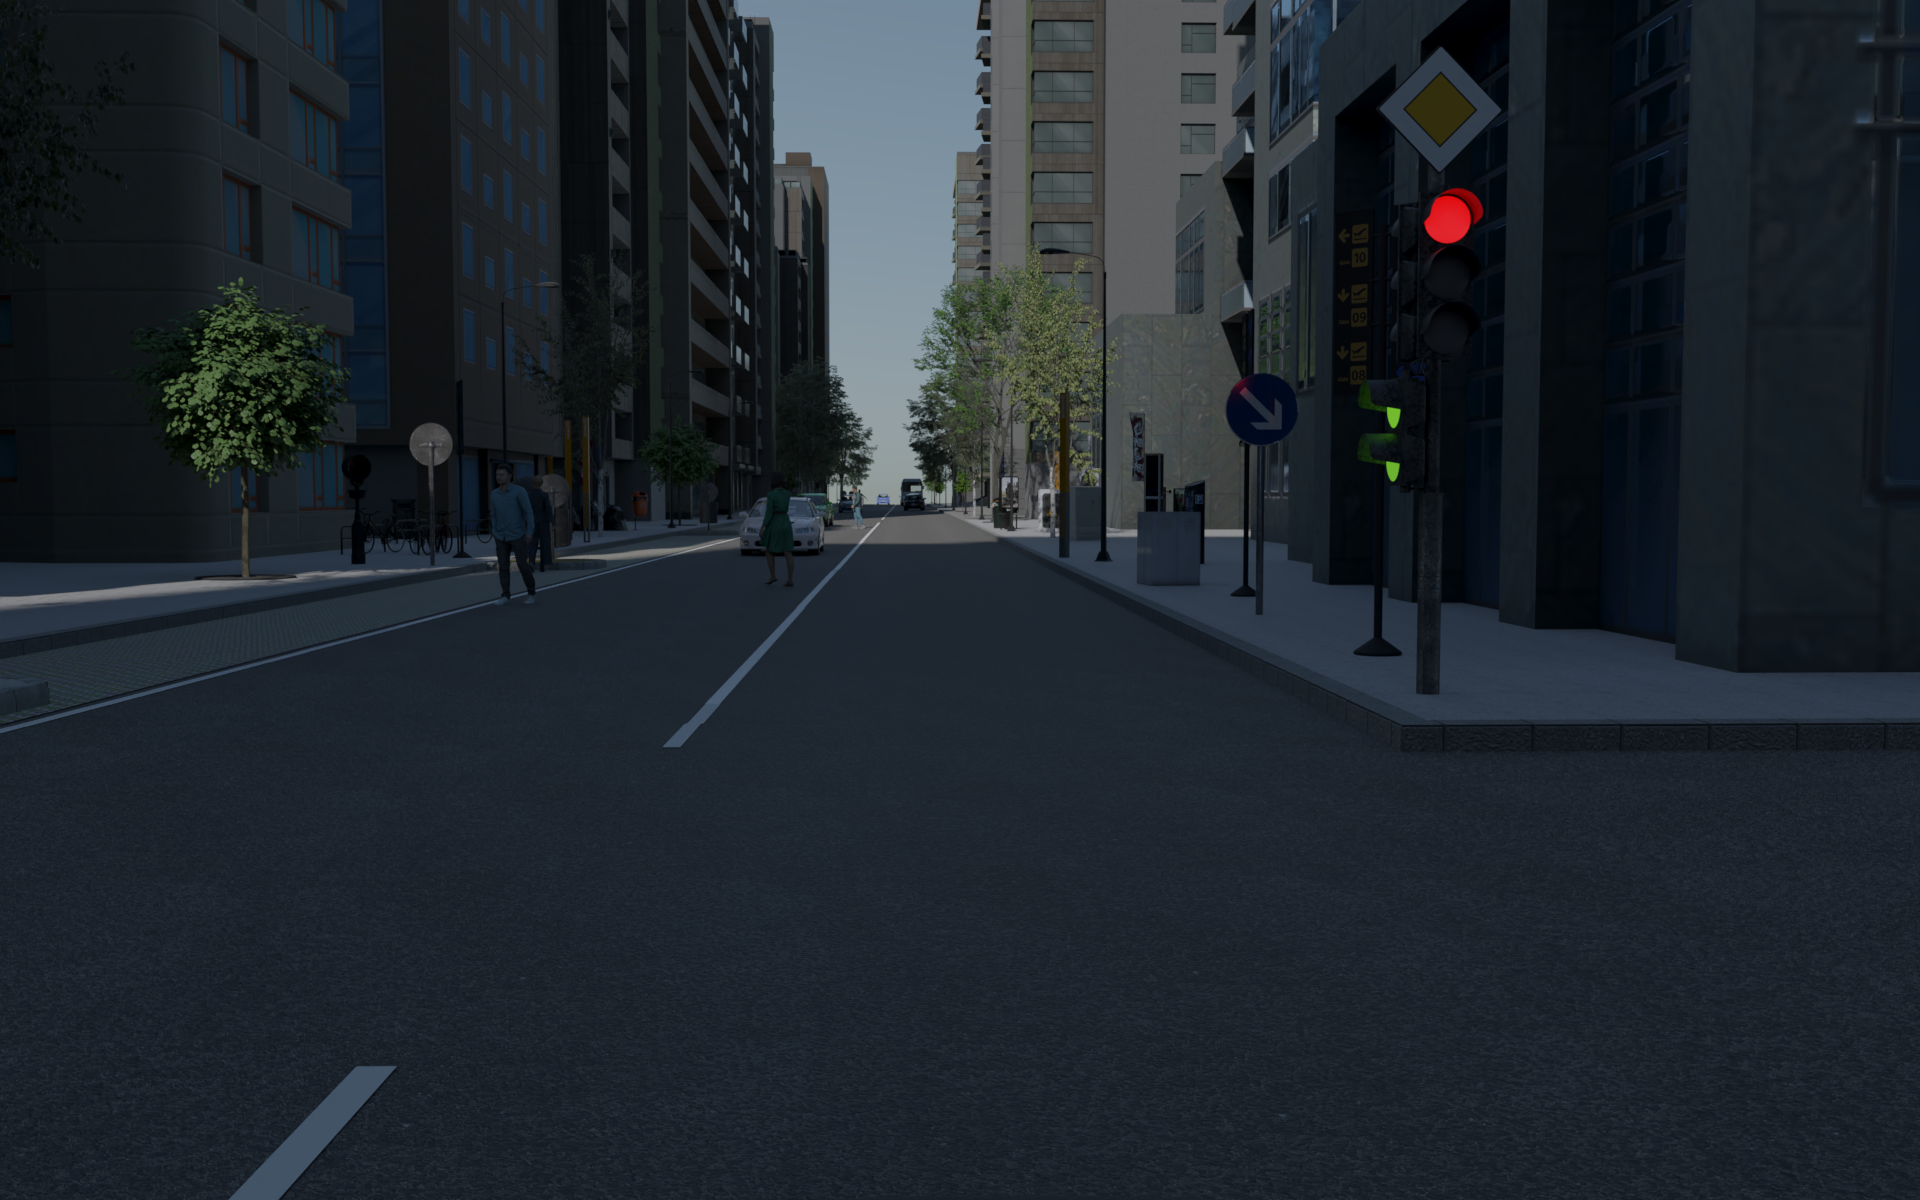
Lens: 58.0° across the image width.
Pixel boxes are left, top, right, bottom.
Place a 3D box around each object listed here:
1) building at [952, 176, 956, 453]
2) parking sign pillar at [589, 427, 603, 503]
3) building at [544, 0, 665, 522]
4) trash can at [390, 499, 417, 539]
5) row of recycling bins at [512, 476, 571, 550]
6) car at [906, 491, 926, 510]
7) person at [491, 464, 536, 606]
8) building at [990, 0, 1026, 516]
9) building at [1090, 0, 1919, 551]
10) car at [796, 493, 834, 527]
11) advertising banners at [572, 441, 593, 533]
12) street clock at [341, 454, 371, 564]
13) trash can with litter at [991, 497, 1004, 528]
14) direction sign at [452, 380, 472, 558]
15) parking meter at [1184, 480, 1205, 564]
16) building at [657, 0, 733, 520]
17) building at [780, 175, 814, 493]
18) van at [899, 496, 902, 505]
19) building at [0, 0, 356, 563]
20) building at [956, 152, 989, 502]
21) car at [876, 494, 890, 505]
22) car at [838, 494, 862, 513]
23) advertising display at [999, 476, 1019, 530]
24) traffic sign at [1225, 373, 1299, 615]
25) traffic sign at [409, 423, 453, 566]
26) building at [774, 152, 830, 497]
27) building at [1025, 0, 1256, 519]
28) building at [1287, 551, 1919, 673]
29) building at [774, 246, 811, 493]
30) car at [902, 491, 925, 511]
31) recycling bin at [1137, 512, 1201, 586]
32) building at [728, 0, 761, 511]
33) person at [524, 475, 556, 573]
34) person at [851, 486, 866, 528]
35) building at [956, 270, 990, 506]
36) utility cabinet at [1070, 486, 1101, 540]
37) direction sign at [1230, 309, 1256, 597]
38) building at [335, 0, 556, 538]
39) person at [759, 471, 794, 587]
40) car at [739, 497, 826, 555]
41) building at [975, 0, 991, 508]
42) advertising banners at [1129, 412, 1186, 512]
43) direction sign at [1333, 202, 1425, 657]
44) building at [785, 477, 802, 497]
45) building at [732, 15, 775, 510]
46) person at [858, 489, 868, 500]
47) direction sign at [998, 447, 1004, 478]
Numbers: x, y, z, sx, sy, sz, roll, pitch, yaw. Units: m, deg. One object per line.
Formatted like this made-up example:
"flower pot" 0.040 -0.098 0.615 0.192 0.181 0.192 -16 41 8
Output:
"building" 10.089 -35.268 231.257 22.147 44.769 28.867 0 4 -2
"parking sign pillar" -14.859 -5.007 70.330 1.447 3.967 1.447 -2 4 -24
"building" -21.442 -18.739 78.091 14.160 30.474 14.107 0 4 -2
"trash can" -15.772 -2.292 49.126 0.748 1.137 0.748 0 3 0
"row of recycling bins" -10.021 -2.112 41.637 1.069 1.692 3.534 0 4 -2
"car" -3.963 -8.843 154.171 1.945 1.707 3.694 0 4 -2
"person" -5.759 -0.849 22.407 0.660 1.820 0.620 1 4 15
"building" 12.528 -35.070 115.388 21.231 58.520 28.212 0 4 -2
"building" 17.083 -45.402 54.987 22.319 86.520 31.000 0 4 -2
"car" -6.609 -4.168 76.939 1.959 1.807 4.718 0 4 0
"advertising banners" -12.875 -3.687 56.462 2.074 3.025 0.090 1 4 15
"street clock" -11.017 -1.657 31.664 0.358 2.002 0.471 3 5 43
"trash can with litter" 1.413 -3.280 65.018 0.624 1.170 1.055 0 4 -6
"direction sign" -10.013 -2.614 34.728 0.379 3.537 0.876 -1 4 -23
"parking meter" 4.311 -1.431 31.816 0.372 1.533 0.369 0 3 0
"building" -24.467 -28.855 95.481 21.300 48.544 21.600 0 4 -2
"building" -25.703 -32.576 216.212 14.154 41.232 14.086 0 4 -2
"van" -6.997 -13.444 226.821 2.013 2.044 4.112 0 4 -3
"building" -27.660 -11.047 25.653 27.650 21.520 28.899 0 4 -2
"building" 6.450 -32.180 209.735 14.154 41.232 14.086 0 4 -2
"car" -10.260 -13.578 231.592 1.945 1.707 3.694 0 4 -1
"car" -8.466 -7.456 133.904 2.014 1.417 4.499 0 4 -2
"advertising display" 1.763 -3.507 62.549 0.123 1.923 0.974 3 5 42
"traffic sign" 3.182 -1.115 18.339 0.768 2.556 0.104 0 4 4
"traffic sign" -9.460 -1.889 30.989 0.768 2.556 0.104 0 4 -2
"building" -24.594 -35.506 230.639 14.600 45.320 14.200 0 4 -2
"building" 10.461 -19.777 95.049 14.160 30.474 14.107 0 4 -2
"building" 20.715 -43.347 21.397 31.000 86.520 22.319 0 4 -2
"building" -24.904 -26.348 202.489 14.160 30.474 14.107 0 4 -2
"car" -4.021 -8.552 149.606 2.009 1.686 4.222 0 4 -2
"recycling bin" 2.954 -0.734 24.550 0.722 1.027 0.722 -1 4 -13
"building" -26.752 -30.690 121.386 23.786 49.044 30.456 0 4 -2
"person" -7.647 -1.381 31.496 0.576 1.772 0.534 -1 4 -12
"person" -4.307 -3.880 72.284 0.721 1.781 0.623 -2 4 -29
"building" 15.744 -30.499 190.546 32.217 40.220 23.993 0 4 -2
"utility cabinet" 3.499 -2.383 47.637 1.173 1.500 0.318 -3 5 -43
"direction sign" 3.589 -1.815 21.666 0.379 3.537 0.876 0 4 1
"building" -21.620 -24.795 55.509 14.600 45.320 14.200 0 4 -2
"person" -2.812 -1.109 26.880 0.529 1.795 0.600 3 4 38
"car" -4.272 -1.814 42.018 2.083 1.381 4.827 0 4 -2
"building" 12.521 -30.006 145.229 22.147 44.769 28.867 0 4 -2
"advertising banners" 4.359 -2.548 37.853 2.074 3.025 0.090 -3 5 -44
"direction sign" 3.337 -1.329 13.734 0.379 3.537 0.876 -3 5 -45
"building" -33.149 -30.032 182.910 32.217 40.220 23.993 0 4 -2
"building" -22.906 -28.158 143.985 14.154 41.232 14.086 0 4 -2
"person" -8.228 -8.160 141.914 1.348 1.824 0.705 -1 4 -14
"direction sign" 1.956 -5.617 83.829 0.379 3.537 0.876 -1 4 -21
